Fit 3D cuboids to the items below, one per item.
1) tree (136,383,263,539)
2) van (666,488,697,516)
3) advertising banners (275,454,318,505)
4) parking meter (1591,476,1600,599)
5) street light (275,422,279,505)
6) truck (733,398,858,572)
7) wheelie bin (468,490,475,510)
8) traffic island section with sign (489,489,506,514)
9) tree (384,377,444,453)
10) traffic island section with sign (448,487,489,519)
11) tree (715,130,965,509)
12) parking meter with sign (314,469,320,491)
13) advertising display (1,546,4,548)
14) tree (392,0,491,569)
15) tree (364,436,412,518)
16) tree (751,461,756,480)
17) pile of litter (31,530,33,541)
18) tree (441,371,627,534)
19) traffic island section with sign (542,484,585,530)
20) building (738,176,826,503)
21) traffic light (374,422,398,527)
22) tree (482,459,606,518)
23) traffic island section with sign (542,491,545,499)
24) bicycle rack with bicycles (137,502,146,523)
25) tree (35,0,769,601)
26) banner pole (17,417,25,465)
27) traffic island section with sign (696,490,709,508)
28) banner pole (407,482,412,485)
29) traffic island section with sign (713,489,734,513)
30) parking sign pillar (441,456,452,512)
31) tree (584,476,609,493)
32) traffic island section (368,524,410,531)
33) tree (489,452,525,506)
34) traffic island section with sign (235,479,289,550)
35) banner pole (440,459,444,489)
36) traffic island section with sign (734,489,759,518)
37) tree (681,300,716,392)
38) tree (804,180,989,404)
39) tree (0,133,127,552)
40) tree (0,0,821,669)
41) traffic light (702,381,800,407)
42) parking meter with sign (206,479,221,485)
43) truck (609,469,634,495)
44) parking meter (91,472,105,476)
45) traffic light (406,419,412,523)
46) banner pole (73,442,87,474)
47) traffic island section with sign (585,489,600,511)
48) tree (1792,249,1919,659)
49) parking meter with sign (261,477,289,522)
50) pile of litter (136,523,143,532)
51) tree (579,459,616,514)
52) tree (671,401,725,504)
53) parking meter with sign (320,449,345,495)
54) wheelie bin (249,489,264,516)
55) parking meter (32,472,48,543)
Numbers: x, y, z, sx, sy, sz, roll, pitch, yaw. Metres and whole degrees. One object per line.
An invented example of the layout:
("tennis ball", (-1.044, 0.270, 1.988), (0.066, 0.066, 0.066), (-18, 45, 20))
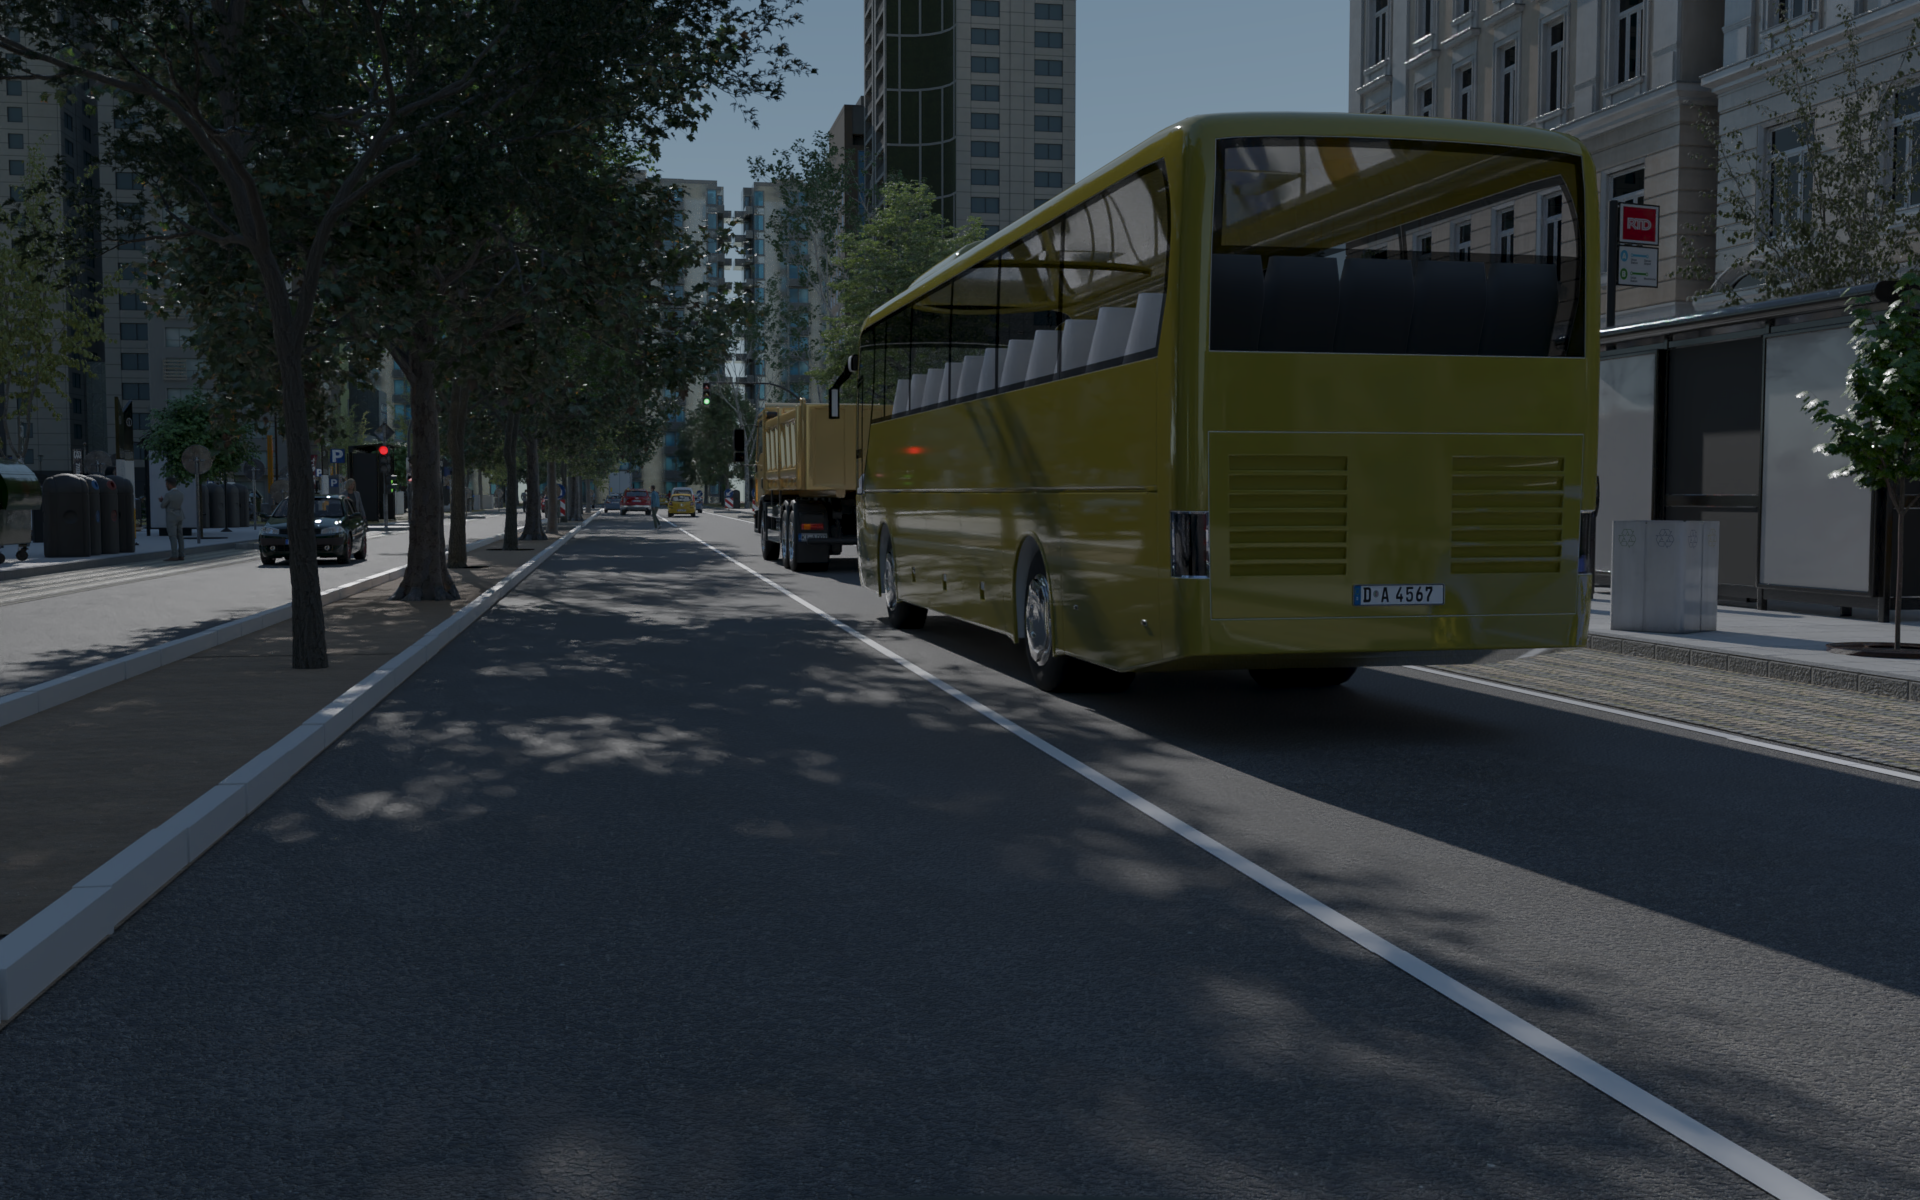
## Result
("tree", (-21.933, -4.037, 49.727), (4.285, 4.588, 4.351), (0, 3, 0))
("van", (-18.159, -6.494, 113.195), (2.013, 2.044, 4.112), (-1, 4, -10))
("advertising banners", (-29.105, -4.877, 75.920), (0.090, 3.025, 2.074), (3, 5, 42))
("parking meter", (7.586, -0.947, 21.196), (0.399, 1.863, 0.255), (3, 4, 37))
("street light", (-22.377, -5.130, 56.670), (0.468, 5.910, 1.993), (-1, 4, -11))
("truck", (-2.650, -2.436, 35.749), (3.469, 3.379, 9.791), (-1, 4, -12))
("wheelie bin", (-38.854, -7.902, 137.101), (0.980, 1.594, 0.693), (0, 4, -1))
("traffic island section with sign", (-33.590, -7.201, 126.360), (1.989, 1.847, 2.006), (-1, 4, -11))
("tree", (-32.426, -9.422, 104.413), (4.737, 8.622, 4.395), (0, 3, 0))
("traffic island section with sign", (-28.438, -5.582, 99.900), (1.989, 1.847, 2.006), (-1, 4, -11))
("tree", (-5.666, -14.242, 88.738), (12.611, 20.169, 13.585), (0, 3, 0))
("parking meter with sign", (-44.688, -7.548, 119.669), (1.738, 3.016, 0.543), (3, 5, 41))
("advertising display", (-23.173, -2.196, 41.116), (0.974, 1.923, 0.123), (0, 4, 3))
("tree", (-9.537, -6.400, 32.861), (9.928, 11.665, 9.643), (0, 3, 0))
("tree", (-30.747, -6.687, 93.050), (4.285, 4.588, 4.351), (0, 3, 0))
("tree", (-12.537, -8.159, 117.119), (4.285, 4.588, 4.351), (0, 3, 0))
("pile of litter", (-25.767, -2.083, 48.026), (1.176, 0.858, 1.719), (-2, 4, -27))
("tree", (-14.924, -8.688, 62.627), (7.486, 12.596, 7.792), (0, 3, 0))
("traffic island section with sign", (-17.735, -4.185, 76.564), (2.006, 1.907, 1.989), (-1, 4, -11))
("building", (-19.182, -39.400, 263.805), (30.456, 49.044, 23.786), (-1, 4, -11))
("traffic light", (-22.462, -4.820, 67.725), (0.839, 4.253, 0.868), (-1, 4, -11))
("tree", (-23.003, -11.791, 101.898), (9.857, 13.997, 8.962), (0, 3, 0))
("traffic island section with sign", (-48.588, -11.896, 203.121), (1.989, 1.847, 2.006), (-1, 4, -11))
("bicycle rack with bicycles", (-37.377, -3.934, 77.701), (2.925, 0.926, 2.852), (1, 4, 14))
("tree", (-7.249, -6.347, 23.237), (9.611, 12.733, 9.660), (0, 3, 0))
("banner pole", (-28.201, -3.796, 52.076), (0.401, 3.779, 0.863), (-1, 4, -16))
("traffic island section with sign", (-27.009, -10.408, 178.792), (1.989, 1.847, 2.006), (-1, 4, -11))
("banner pole", (-37.963, -7.939, 119.819), (0.863, 3.779, 0.401), (2, 4, 30))
("traffic island section with sign", (-17.517, -7.433, 130.163), (1.989, 1.847, 2.006), (-1, 4, -11))
("parking sign pillar", (-36.302, -8.258, 123.495), (1.447, 3.967, 1.447), (2, 4, 32))
("tree", (-29.660, -11.327, 138.015), (4.737, 8.622, 4.395), (0, 3, 0))
("traffic island section", (-22.503, -2.787, 67.851), (2.009, 0.180, 2.903), (-1, 4, -11))
("tree", (-47.188, -14.068, 180.370), (4.737, 8.622, 4.395), (0, 3, 0))
("traffic island section with sign", (-17.811, -2.255, 45.497), (1.989, 1.847, 2.006), (-1, 4, -11))
("banner pole", (-35.946, -7.873, 118.743), (0.401, 3.779, 0.863), (-3, 5, -41))
("traffic island section with sign", (-12.228, -5.778, 103.090), (1.989, 1.847, 2.006), (-1, 4, -11))
("tree", (-17.884, -17.886, 148.322), (12.611, 20.169, 13.585), (0, 3, 0))
("tree", (-1.843, -8.900, 63.648), (7.486, 12.596, 7.792), (0, 3, 0))
("tree", (-19.534, -5.230, 35.879), (4.737, 8.622, 4.395), (0, 3, 0))
("tree", (-5.372, -4.731, 14.228), (8.767, 10.594, 7.601), (-1, 4, -11))
("traffic light", (-8.049, -5.855, 70.400), (4.771, 5.953, 1.251), (-1, 4, -11))
("parking meter with sign", (-33.768, -5.018, 78.301), (0.543, 3.016, 1.738), (0, 4, 0))
("truck", (-39.457, -13.011, 201.647), (2.839, 4.237, 11.283), (-1, 4, -9))
("parking meter", (-22.861, -2.465, 46.018), (0.399, 1.863, 0.255), (3, 4, 37))
("traffic light", (-21.955, -6.197, 75.995), (4.771, 5.953, 1.251), (-1, 4, -11))
("banner pole", (-42.661, -5.754, 84.101), (0.863, 3.779, 0.401), (0, 4, 7))
("traffic island section with sign", (-32.138, -8.696, 150.315), (2.006, 1.907, 1.989), (-1, 4, -11))
("tree", (7.414, -1.175, 13.817), (1.663, 3.219, 1.824), (0, 3, 0))
("parking meter with sign", (-31.031, -5.067, 79.108), (1.738, 3.016, 0.543), (0, 4, -4))
("pile of litter", (-28.391, -2.749, 58.914), (1.176, 0.858, 1.719), (3, 4, 36))
("tree", (-26.607, -12.750, 121.296), (12.009, 13.543, 11.850), (0, 3, 0))
("tree", (-33.338, -19.562, 226.500), (9.857, 13.997, 8.962), (0, 3, 0))
("parking meter with sign", (-23.852, -4.270, 66.069), (0.543, 3.016, 1.738), (-1, 4, -11))
("wheelie bin", (-41.081, -5.702, 101.134), (0.693, 1.594, 0.980), (-1, 4, -13))
("parking meter", (-24.256, -2.446, 45.696), (0.399, 1.863, 0.255), (-3, 5, -43))
